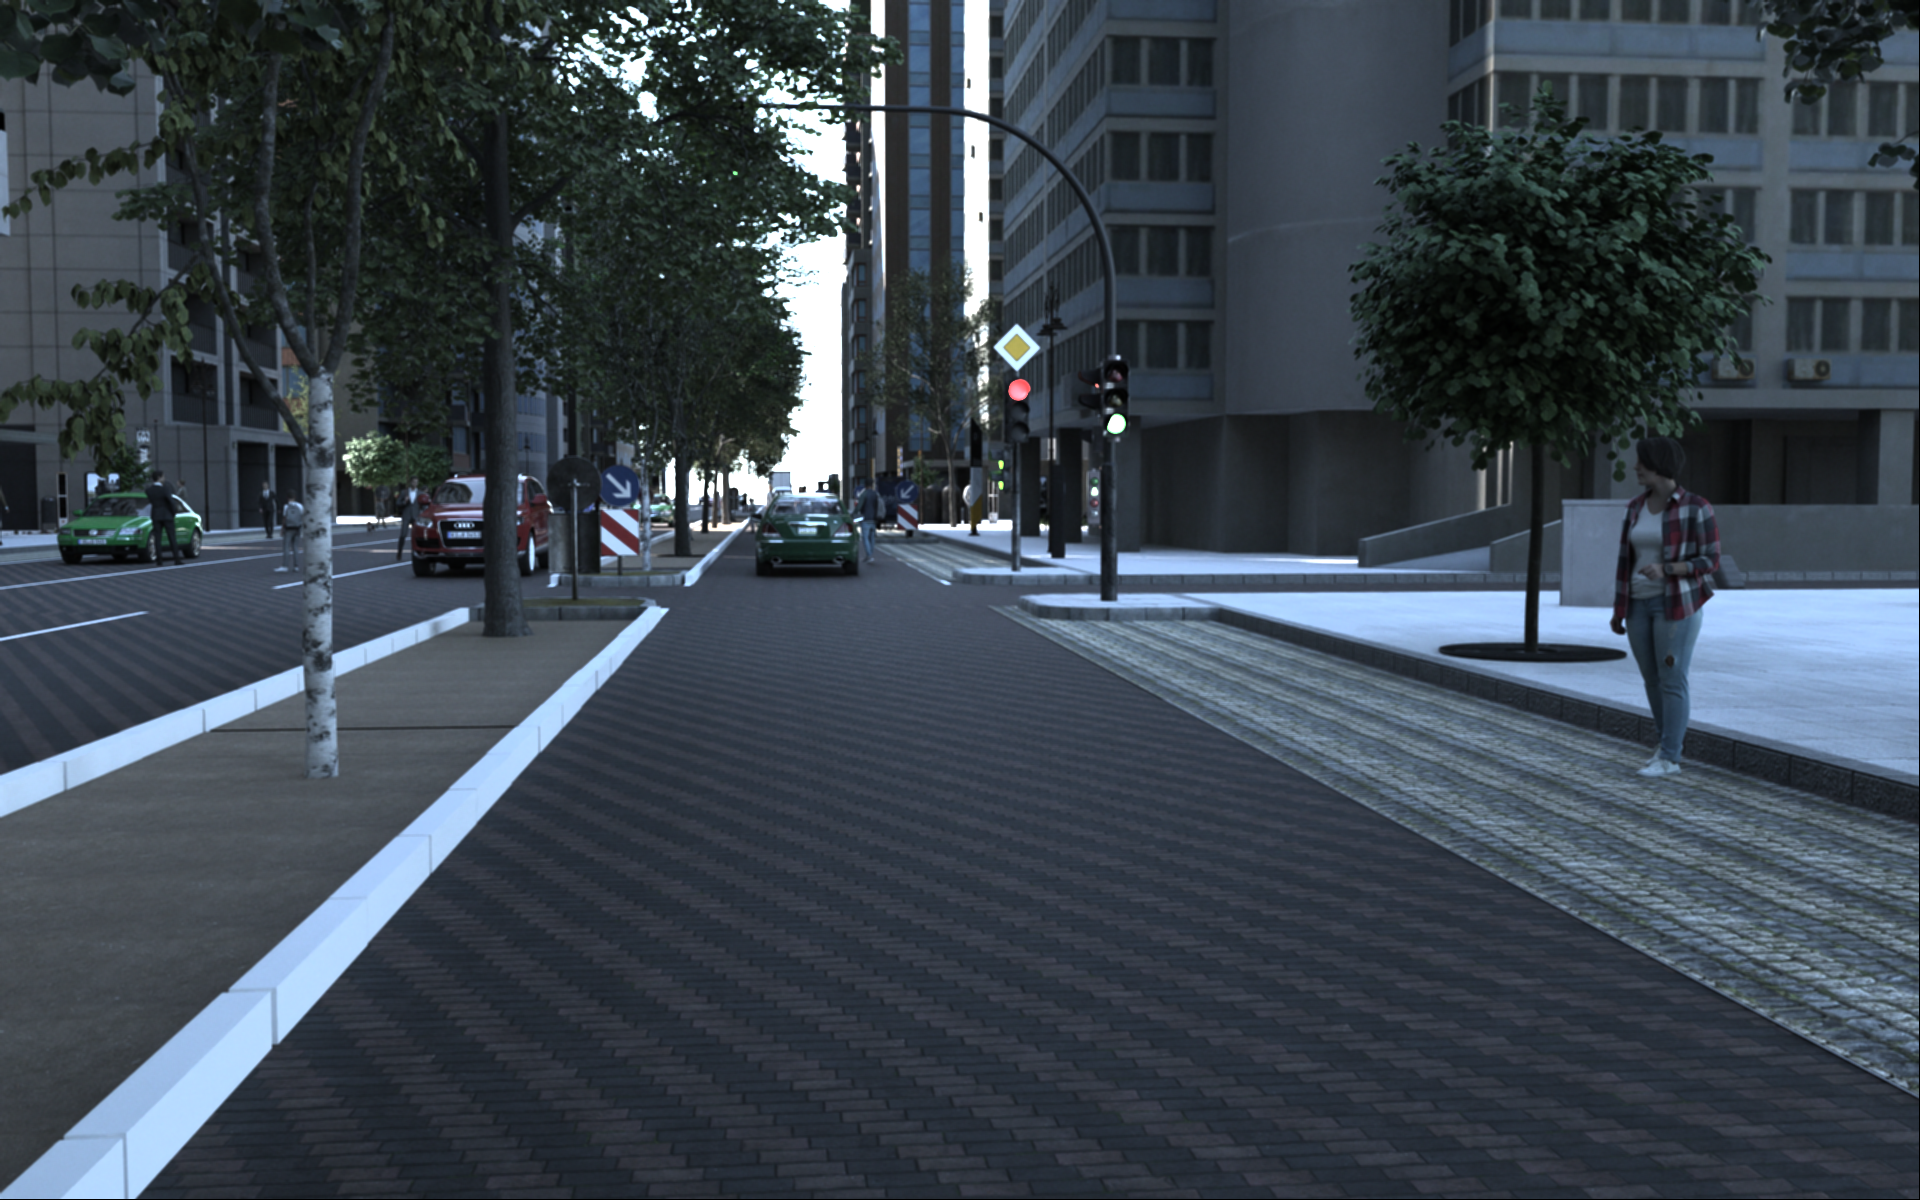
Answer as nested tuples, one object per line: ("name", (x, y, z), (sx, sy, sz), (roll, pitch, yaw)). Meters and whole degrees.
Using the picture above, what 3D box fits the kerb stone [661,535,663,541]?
("kerb stone", (-8.943, -1.769, 51.142), (0.120, 0.150, 1.000), (0, 4, -6))

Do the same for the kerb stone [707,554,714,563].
("kerb stone", (-5.112, -0.785, 35.042), (0.120, 0.150, 1.000), (0, 4, -6))

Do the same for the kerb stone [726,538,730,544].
("kerb stone", (-6.414, -1.534, 47.270), (0.120, 0.150, 1.000), (0, 4, -6))

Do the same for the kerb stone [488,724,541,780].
("kerb stone", (-2.335, 0.803, 9.061), (0.120, 0.150, 1.000), (0, 4, -6))

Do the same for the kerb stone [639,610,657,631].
("kerb stone", (-3.307, 0.243, 18.227), (0.120, 0.150, 1.000), (0, 4, -6))

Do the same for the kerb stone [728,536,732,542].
("kerb stone", (-6.630, -1.656, 49.305), (0.120, 0.150, 1.000), (0, 4, -6))

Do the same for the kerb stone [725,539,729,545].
("kerb stone", (-6.301, -1.470, 46.252), (0.120, 0.150, 1.000), (0, 4, -6))

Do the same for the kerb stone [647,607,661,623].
("kerb stone", (-3.421, 0.181, 19.242), (0.120, 0.150, 1.000), (0, 4, -6))

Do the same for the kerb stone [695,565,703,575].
("kerb stone", (-4.564, -0.465, 29.933), (0.120, 0.150, 1.000), (0, 4, -6))

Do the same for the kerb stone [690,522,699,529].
("kerb stone", (-11.441, -3.199, 74.581), (0.120, 0.150, 1.000), (0, 4, -6))

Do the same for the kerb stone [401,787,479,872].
("kerb stone", (-2.109, 0.930, 7.028), (0.120, 0.150, 1.000), (0, 4, -6))

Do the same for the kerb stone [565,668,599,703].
("kerb stone", (-2.660, 0.616, 12.117), (0.120, 0.150, 1.000), (0, 4, -6))

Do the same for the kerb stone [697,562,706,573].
("kerb stone", (-4.668, -0.535, 30.952), (0.120, 0.150, 1.000), (0, 4, -6))

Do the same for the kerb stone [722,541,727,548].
("kerb stone", (-6.079, -1.342, 44.215), (0.120, 0.150, 1.000), (0, 4, -6))

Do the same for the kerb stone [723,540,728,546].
("kerb stone", (-6.204, -1.407, 45.232), (0.120, 0.150, 1.000), (0, 4, -6))

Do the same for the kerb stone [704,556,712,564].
("kerb stone", (-5.000, -0.723, 34.018), (0.120, 0.150, 1.000), (0, 4, -6))

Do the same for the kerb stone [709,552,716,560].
("kerb stone", (-5.220, -0.848, 36.060), (0.120, 0.150, 1.000), (0, 4, -6))

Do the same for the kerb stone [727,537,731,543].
("kerb stone", (-6.525, -1.596, 48.286), (0.120, 0.150, 1.000), (0, 4, -6))

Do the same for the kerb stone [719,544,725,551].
("kerb stone", (-5.867, -1.216, 42.172), (0.120, 0.150, 1.000), (0, 4, -6))

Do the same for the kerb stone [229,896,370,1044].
("kerb stone", (-1.888, 1.052, 4.995), (0.120, 0.150, 1.000), (0, 4, -6))

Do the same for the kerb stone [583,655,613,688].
("kerb stone", (-2.760, 0.555, 13.139), (0.120, 0.150, 1.000), (0, 4, -6))

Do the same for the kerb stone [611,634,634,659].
("kerb stone", (-2.982, 0.437, 15.173), (0.120, 0.150, 1.000), (0, 4, -6))

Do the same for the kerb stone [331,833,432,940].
("kerb stone", (-2.001, 0.992, 6.011), (0.120, 0.150, 1.000), (0, 4, -6))

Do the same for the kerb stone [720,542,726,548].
("kerb stone", (-5.982, -1.284, 43.192), (0.120, 0.150, 1.000), (0, 4, -6))

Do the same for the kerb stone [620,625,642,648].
("kerb stone", (-3.094, 0.368, 16.188), (0.120, 0.150, 1.000), (0, 4, -6))

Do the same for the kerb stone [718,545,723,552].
("kerb stone", (-5.759, -1.160, 41.155), (0.120, 0.150, 1.000), (0, 4, -6))

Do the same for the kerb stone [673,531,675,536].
("kerb stone", (-9.598, -2.144, 57.249), (0.120, 0.150, 1.000), (0, 4, -6))

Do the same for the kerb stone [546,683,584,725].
("kerb stone", (-2.544, 0.680, 11.096), (0.120, 0.150, 1.000), (0, 4, -6))

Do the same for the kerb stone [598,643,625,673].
("kerb stone", (-2.865, 0.492, 14.156), (0.120, 0.150, 1.000), (0, 4, -6))

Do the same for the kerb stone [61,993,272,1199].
("kerb stone", (-1.785, 1.115, 3.969), (0.120, 0.150, 1.000), (0, 4, -6))

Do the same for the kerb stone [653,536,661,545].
("kerb stone", (-8.824, -1.708, 50.127), (0.120, 0.150, 1.000), (0, 4, -6))

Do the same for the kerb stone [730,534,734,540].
("kerb stone", (-6.857, -1.781, 51.351), (0.120, 0.150, 1.000), (0, 4, -6))

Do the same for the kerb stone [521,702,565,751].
("kerb stone", (-2.437, 0.741, 10.079), (0.120, 0.150, 1.000), (0, 4, -6))

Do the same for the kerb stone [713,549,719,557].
("kerb stone", (-5.435, -0.973, 38.096), (0.120, 0.150, 1.000), (0, 4, -6))

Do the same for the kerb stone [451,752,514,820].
("kerb stone", (-2.221, 0.866, 8.046), (0.120, 0.150, 1.000), (0, 4, -6))

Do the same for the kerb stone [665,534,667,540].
("kerb stone", (-9.156, -1.895, 53.176), (0.120, 0.150, 1.000), (0, 4, -6))

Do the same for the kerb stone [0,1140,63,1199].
("kerb stone", (-1.675, 1.177, 2.952), (0.120, 0.150, 1.000), (0, 4, -6))

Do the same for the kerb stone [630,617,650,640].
("kerb stone", (-3.203, 0.309, 17.210), (0.120, 0.150, 1.000), (0, 4, -6))

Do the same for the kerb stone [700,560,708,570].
("kerb stone", (-4.782, -0.596, 31.968), (0.120, 0.150, 1.000), (0, 4, -6))

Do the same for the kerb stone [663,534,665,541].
("kerb stone", (-9.046, -1.833, 52.160), (0.120, 0.150, 1.000), (0, 4, -6))

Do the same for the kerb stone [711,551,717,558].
("kerb stone", (-5.332, -0.910, 37.076), (0.120, 0.150, 1.000), (0, 4, -6))

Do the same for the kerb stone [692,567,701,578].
("kerb stone", (-4.449, -0.411, 28.917), (0.120, 0.150, 1.000), (0, 4, -6))

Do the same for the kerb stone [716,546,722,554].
("kerb stone", (-5.650, -1.096, 40.139), (0.120, 0.150, 1.000), (0, 4, -6))

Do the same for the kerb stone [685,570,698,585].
("kerb stone", (-4.341, -0.348, 27.893), (0.120, 0.150, 1.000), (0, 4, -6))

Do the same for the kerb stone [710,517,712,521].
("kerb stone", (-13.844, -4.577, 97.031), (0.120, 0.150, 1.000), (0, 4, -6))

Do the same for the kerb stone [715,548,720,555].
("kerb stone", (-5.544, -1.030, 39.123), (0.120, 0.150, 1.000), (0, 4, -6))

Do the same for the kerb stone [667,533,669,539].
("kerb stone", (-9.262, -1.957, 54.199), (0.120, 0.150, 1.000), (0, 4, -6))

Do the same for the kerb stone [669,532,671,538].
("kerb stone", (-9.380, -2.017, 55.214), (0.120, 0.150, 1.000), (0, 4, -6))

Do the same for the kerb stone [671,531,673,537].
("kerb stone", (-9.484, -2.078, 56.231), (0.120, 0.150, 1.000), (0, 4, -6))

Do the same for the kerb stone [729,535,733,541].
("kerb stone", (-6.740, -1.721, 50.328), (0.120, 0.150, 1.000), (0, 4, -6))

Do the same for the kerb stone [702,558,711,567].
("kerb stone", (-4.882, -0.661, 32.998), (0.120, 0.150, 1.000), (0, 4, -6))

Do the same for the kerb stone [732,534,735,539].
("kerb stone", (-6.961, -1.846, 52.378), (0.120, 0.150, 1.000), (0, 4, -6))
